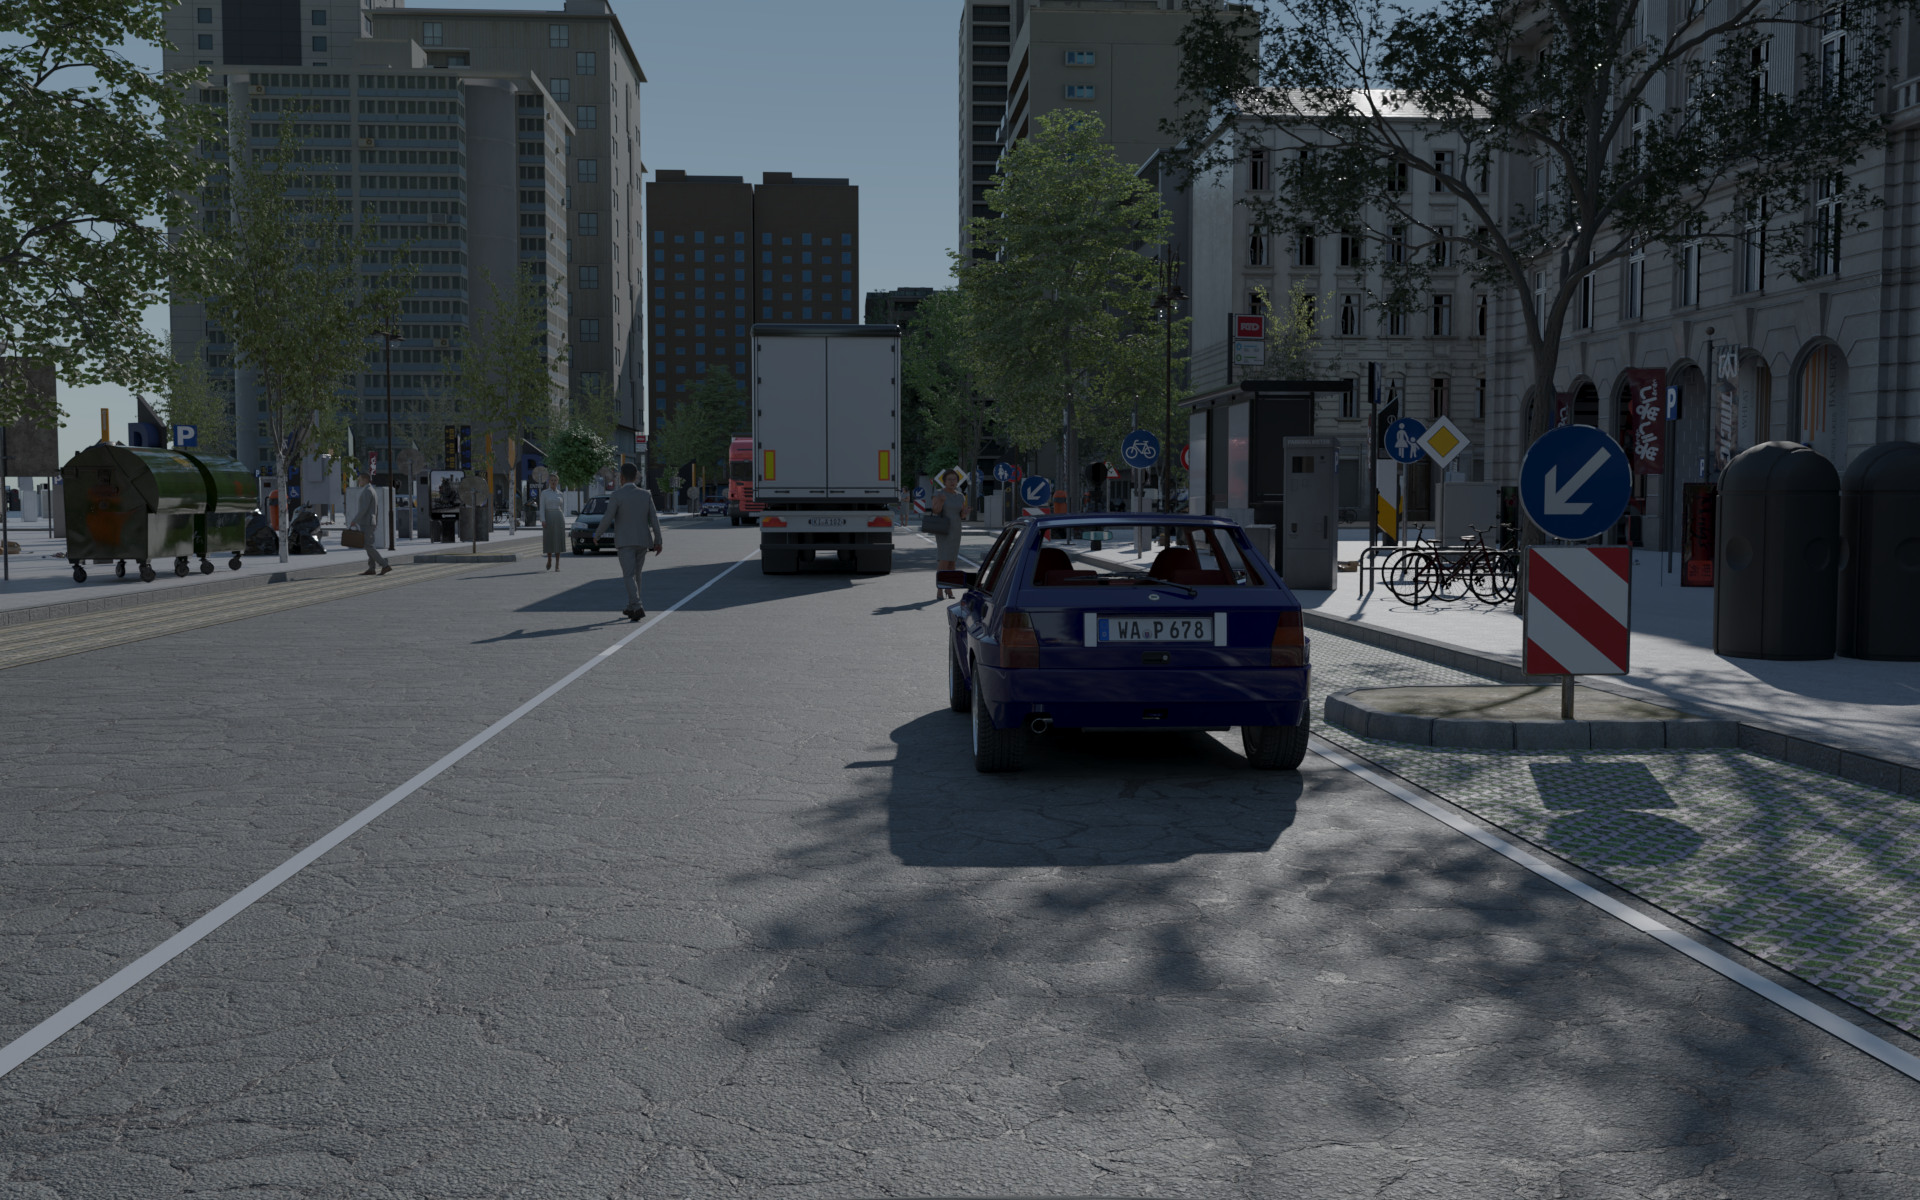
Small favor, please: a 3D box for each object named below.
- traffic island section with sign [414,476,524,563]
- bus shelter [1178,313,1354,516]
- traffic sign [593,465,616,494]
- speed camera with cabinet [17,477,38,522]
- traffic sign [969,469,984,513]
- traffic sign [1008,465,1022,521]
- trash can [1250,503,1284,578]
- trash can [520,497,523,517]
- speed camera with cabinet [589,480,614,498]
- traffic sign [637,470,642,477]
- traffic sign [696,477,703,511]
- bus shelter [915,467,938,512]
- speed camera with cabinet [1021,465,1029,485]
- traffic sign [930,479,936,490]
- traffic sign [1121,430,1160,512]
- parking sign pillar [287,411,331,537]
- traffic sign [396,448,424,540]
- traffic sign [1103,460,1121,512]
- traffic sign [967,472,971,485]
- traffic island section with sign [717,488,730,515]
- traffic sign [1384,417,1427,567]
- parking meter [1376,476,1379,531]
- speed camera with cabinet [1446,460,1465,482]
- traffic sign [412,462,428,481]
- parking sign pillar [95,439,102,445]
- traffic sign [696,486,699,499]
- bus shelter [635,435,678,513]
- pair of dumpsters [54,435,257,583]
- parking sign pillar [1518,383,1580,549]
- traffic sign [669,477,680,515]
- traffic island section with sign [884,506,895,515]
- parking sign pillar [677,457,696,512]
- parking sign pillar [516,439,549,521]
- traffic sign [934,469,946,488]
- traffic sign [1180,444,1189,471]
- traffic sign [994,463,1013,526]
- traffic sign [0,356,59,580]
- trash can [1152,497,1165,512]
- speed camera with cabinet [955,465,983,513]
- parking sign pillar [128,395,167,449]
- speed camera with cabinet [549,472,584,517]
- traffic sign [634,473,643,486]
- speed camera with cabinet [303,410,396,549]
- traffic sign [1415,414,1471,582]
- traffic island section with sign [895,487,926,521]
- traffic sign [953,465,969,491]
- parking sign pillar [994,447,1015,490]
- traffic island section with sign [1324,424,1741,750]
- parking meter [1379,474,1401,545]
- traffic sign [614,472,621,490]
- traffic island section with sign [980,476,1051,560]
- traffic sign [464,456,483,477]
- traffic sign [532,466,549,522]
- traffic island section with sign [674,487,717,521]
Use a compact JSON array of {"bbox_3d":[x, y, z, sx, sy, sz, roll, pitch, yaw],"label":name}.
[{"bbox_3d":[-10.358,-1.719,36.733,1.989,1.847,2.006,0,4,-4],"label":"traffic island section with sign"},{"bbox_3d":[5.913,-3.578,36.137,2.179,5.291,8.768,0,4,-4],"label":"bus shelter"},{"bbox_3d":[-12.216,-3.420,59.561,0.795,2.450,0.064,0,4,-4],"label":"traffic sign"},{"bbox_3d":[-43.097,-5.242,80.042,0.660,3.252,2.038,-2,4,-34],"label":"speed camera with cabinet"},{"bbox_3d":[0.837,-5.380,88.068,0.768,2.556,0.104,0,4,1],"label":"traffic sign"},{"bbox_3d":[2.324,-4.601,75.332,0.768,2.556,0.104,0,4,1],"label":"traffic sign"},{"bbox_3d":[4.848,-0.925,26.779,0.748,1.137,0.748,0,3,0],"label":"trash can"},{"bbox_3d":[-22.148,-4.711,88.680,0.748,1.137,0.748,0,3,0],"label":"trash can"},{"bbox_3d":[-19.459,-6.179,95.367,2.038,3.252,0.660,2,4,29],"label":"speed camera with cabinet"},{"bbox_3d":[-17.016,-5.529,90.497,0.768,2.556,0.104,0,4,2],"label":"traffic sign"},{"bbox_3d":[-19.278,-7.822,127.991,0.768,2.556,0.104,0,4,0],"label":"traffic sign"},{"bbox_3d":[-2.068,-7.916,123.356,2.014,3.302,5.546,0,4,-4],"label":"bus shelter"},{"bbox_3d":[4.330,-7.557,117.892,0.660,3.252,2.038,-1,4,-11],"label":"speed camera with cabinet"},{"bbox_3d":[-1.668,-7.291,119.318,0.768,2.556,0.104,0,4,4],"label":"traffic sign"},{"bbox_3d":[3.575,-2.094,34.345,0.768,2.556,0.104,0,4,2],"label":"traffic sign"},{"bbox_3d":[-19.780,-3.897,52.189,1.447,3.967,1.447,0,4,5],"label":"parking sign pillar"},{"bbox_3d":[-15.171,-2.917,47.804,0.768,2.556,0.104,0,4,1],"label":"traffic sign"},{"bbox_3d":[5.028,-3.601,58.875,0.884,2.594,0.081,0,4,-1],"label":"traffic sign"},{"bbox_3d":[0.650,-6.059,99.175,0.768,2.556,0.104,0,4,5],"label":"traffic sign"},{"bbox_3d":[-15.965,-6.754,119.050,1.989,1.847,2.006,0,4,-4],"label":"traffic island section with sign"},{"bbox_3d":[7.425,-1.760,28.879,0.768,2.556,0.104,0,4,-4],"label":"traffic sign"},{"bbox_3d":[13.850,-3.159,57.368,0.399,1.863,0.255,-2,4,-29],"label":"parking meter"},{"bbox_3d":[20.571,-4.685,70.941,0.660,3.252,2.038,0,4,-8],"label":"speed camera with cabinet"},{"bbox_3d":[-17.285,-3.252,55.301,0.606,2.300,0.079,0,4,-2],"label":"traffic sign"},{"bbox_3d":[-41.770,-5.804,83.365,1.447,3.967,1.447,1,4,8],"label":"parking sign pillar"},{"bbox_3d":[-21.594,-8.731,142.852,0.768,2.556,0.104,0,4,-2],"label":"traffic sign"},{"bbox_3d":[-21.107,-8.728,120.342,2.179,5.291,8.768,0,4,-4],"label":"bus shelter"},{"bbox_3d":[-12.430,-1.497,26.962,1.574,2.255,4.437,0,4,-4],"label":"pair of dumpsters"},{"bbox_3d":[13.538,-3.144,39.873,1.447,3.967,1.447,0,4,5],"label":"parking sign pillar"},{"bbox_3d":[-17.099,-6.216,103.755,0.606,2.300,0.079,0,4,0],"label":"traffic sign"},{"bbox_3d":[-4.156,-6.832,120.325,1.989,1.847,2.006,0,4,-4],"label":"traffic island section with sign"},{"bbox_3d":[-19.975,-8.452,126.668,1.447,3.967,1.447,-2,4,-28],"label":"parking sign pillar"},{"bbox_3d":[-20.633,-5.848,84.081,1.447,3.967,1.447,1,4,9],"label":"parking sign pillar"},{"bbox_3d":[-0.641,-3.956,68.331,0.795,2.450,0.064,0,4,-4],"label":"traffic sign"},{"bbox_3d":[5.739,-2.572,42.163,0.768,2.556,0.104,0,4,1],"label":"traffic sign"},{"bbox_3d":[1.743,-4.279,70.061,0.768,2.556,0.104,0,4,0],"label":"traffic sign"},{"bbox_3d":[-14.485,-1.942,25.624,2.265,3.308,0.079,0,4,0],"label":"traffic sign"},{"bbox_3d":[9.590,-4.318,82.251,0.748,1.137,0.748,0,3,0],"label":"trash can"},{"bbox_3d":[0.549,-7.619,118.906,2.038,3.252,0.660,2,4,32],"label":"speed camera with cabinet"},{"bbox_3d":[-21.996,-3.577,46.950,1.447,3.967,1.447,3,4,38],"label":"parking sign pillar"},{"bbox_3d":[-22.325,-6.325,97.745,2.038,3.252,0.660,-2,4,-34],"label":"speed camera with cabinet"},{"bbox_3d":[-12.759,-3.907,67.528,0.795,2.450,0.064,0,4,-4],"label":"traffic sign"},{"bbox_3d":[-14.358,-2.837,40.726,2.038,3.252,0.660,1,4,9],"label":"speed camera with cabinet"},{"bbox_3d":[6.988,-1.464,25.116,0.795,2.450,0.064,0,4,2],"label":"traffic sign"},{"bbox_3d":[-2.328,-5.187,93.432,1.989,1.847,2.006,0,4,-4],"label":"traffic island section with sign"},{"bbox_3d":[-0.098,-3.469,60.364,0.795,2.450,0.064,0,4,-4],"label":"traffic sign"},{"bbox_3d":[2.555,-6.561,95.736,1.447,3.967,1.447,1,4,14],"label":"parking sign pillar"},{"bbox_3d":[3.334,-0.120,10.597,1.989,1.847,2.006,0,4,-4],"label":"traffic island section with sign"},{"bbox_3d":[10.791,-2.299,43.306,0.399,1.863,0.255,0,4,-5],"label":"parking meter"},{"bbox_3d":[-19.990,-6.176,101.082,0.768,2.556,0.104,0,4,3],"label":"traffic sign"},{"bbox_3d":[1.468,-1.785,37.815,1.989,1.847,2.006,0,4,-4],"label":"traffic island section with sign"},{"bbox_3d":[-16.424,-3.574,58.546,0.768,2.556,0.104,0,4,-2],"label":"traffic sign"},{"bbox_3d":[-19.064,-4.806,78.682,0.768,2.556,0.104,0,4,5],"label":"traffic sign"},{"bbox_3d":[-14.142,-5.109,92.156,1.989,1.847,2.006,0,4,-4],"label":"traffic island section with sign"}]
